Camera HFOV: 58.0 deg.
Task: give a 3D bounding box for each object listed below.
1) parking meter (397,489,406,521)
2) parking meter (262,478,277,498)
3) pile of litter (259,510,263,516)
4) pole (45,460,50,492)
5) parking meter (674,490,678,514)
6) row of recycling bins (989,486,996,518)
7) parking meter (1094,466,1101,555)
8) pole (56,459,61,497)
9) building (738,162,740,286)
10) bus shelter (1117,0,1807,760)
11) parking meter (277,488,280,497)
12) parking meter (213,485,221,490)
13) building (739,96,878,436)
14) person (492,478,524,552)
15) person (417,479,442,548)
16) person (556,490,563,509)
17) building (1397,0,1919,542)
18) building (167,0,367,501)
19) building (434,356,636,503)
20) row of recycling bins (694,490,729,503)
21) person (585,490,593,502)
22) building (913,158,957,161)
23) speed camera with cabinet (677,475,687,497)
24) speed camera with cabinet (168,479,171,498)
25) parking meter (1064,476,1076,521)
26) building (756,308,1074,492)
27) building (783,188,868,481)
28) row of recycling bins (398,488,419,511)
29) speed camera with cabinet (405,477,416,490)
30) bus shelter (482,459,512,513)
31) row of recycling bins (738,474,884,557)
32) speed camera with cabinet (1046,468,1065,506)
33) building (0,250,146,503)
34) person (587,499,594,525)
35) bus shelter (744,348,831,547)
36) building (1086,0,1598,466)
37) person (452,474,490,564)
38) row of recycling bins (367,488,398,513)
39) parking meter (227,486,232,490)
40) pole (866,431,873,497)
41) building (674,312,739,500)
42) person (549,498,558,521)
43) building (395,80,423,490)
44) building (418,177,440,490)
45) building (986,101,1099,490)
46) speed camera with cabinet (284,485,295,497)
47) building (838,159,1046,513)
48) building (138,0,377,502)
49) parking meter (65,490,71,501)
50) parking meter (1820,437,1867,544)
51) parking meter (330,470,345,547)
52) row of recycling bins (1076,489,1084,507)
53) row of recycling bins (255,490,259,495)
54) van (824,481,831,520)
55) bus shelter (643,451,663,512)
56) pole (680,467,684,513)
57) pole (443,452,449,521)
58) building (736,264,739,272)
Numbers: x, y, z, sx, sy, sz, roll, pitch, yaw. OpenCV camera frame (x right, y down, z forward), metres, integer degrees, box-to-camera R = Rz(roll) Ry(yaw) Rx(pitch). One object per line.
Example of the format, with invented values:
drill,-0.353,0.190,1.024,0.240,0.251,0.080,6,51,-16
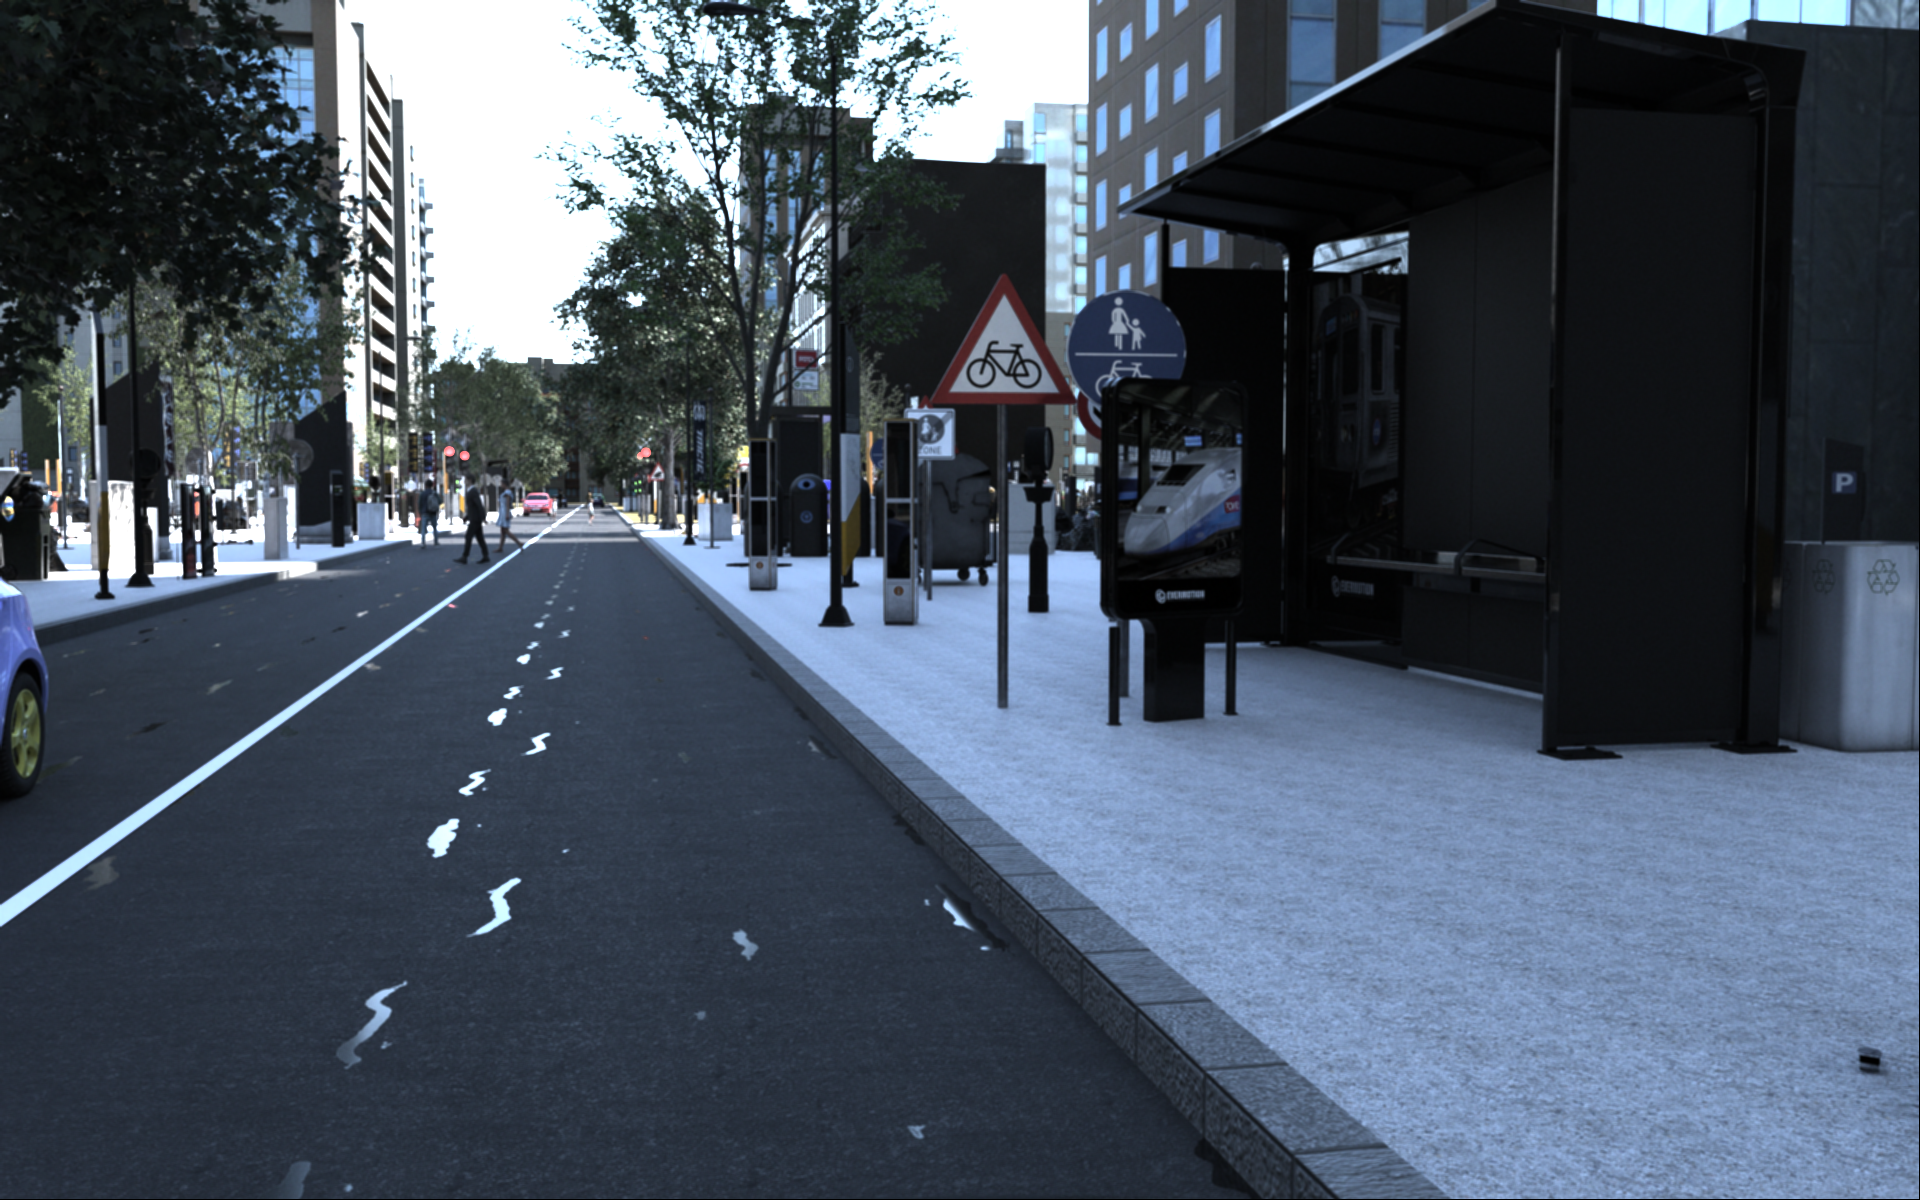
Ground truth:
parking meter,-26.315,-4.478,81.632,0.372,1.533,0.369,0,3,0
parking meter,-23.163,-3.206,58.128,0.255,1.863,0.399,3,5,42
pile of litter,-40.172,-5.338,101.240,1.719,0.858,1.176,-1,4,-12
pole,-54.141,-6.665,102.819,0.158,3.312,0.155,0,3,0
parking meter,-18.532,-6.385,112.803,0.372,1.533,0.369,0,3,0
row of recycling bins,2.775,-5.004,88.928,3.534,1.692,1.069,0,4,3
parking meter,3.024,-1.867,36.236,0.399,1.863,0.255,3,5,42
pole,-53.100,-6.619,102.070,0.158,3.312,0.155,0,3,0
building,-19.825,-32.195,209.988,14.154,41.232,14.086,-1,4,-12
bus shelter,2.751,-1.232,11.434,1.731,3.624,6.357,-1,4,-12
parking meter,-29.688,-4.091,75.293,0.372,1.533,0.369,0,3,0
parking meter,-46.658,-6.305,108.802,0.255,1.863,0.399,3,4,36
building,-17.324,-33.380,195.876,14.600,45.320,14.200,-1,4,-12
person,-11.080,-2.070,42.437,0.778,1.811,0.616,0,4,-2
person,-14.006,-2.269,45.577,0.794,1.824,0.713,1,4,12
person,-38.110,-9.593,164.980,0.705,1.869,1.348,-3,5,-43
building,22.602,-43.180,18.663,22.319,86.520,31.000,-1,4,-12
building,-60.947,-30.766,153.129,14.600,45.320,14.200,-1,4,-12
building,-62.571,-25.355,259.590,28.899,21.520,27.650,-1,4,-12
row of recycling bins,-16.692,-6.750,117.477,3.534,1.692,1.069,-1,4,-14
person,-37.233,-10.113,173.947,0.705,1.812,1.348,1,4,22
building,-3.720,-32.419,213.647,14.086,41.232,14.154,-1,4,-12
speed camera with cabinet,-19.155,-7.912,123.691,2.038,3.252,0.660,-2,4,-33
speed camera with cabinet,-48.909,-6.773,105.079,2.038,3.252,0.660,1,4,19
parking meter,3.574,-3.082,56.109,0.255,1.863,0.399,-2,4,-26
building,-5.651,-20.265,176.365,27.650,21.520,28.899,-1,4,-12
building,-7.062,-21.151,143.075,12.463,27.353,25.104,-1,4,-12
row of recycling bins,-38.850,-6.934,120.481,3.534,1.692,1.069,1,4,14
speed camera with cabinet,-39.934,-8.177,128.022,2.038,3.252,0.660,-2,4,-32
bus shelter,-31.786,-7.817,119.091,1.731,3.624,6.357,-1,4,-12
row of recycling bins,-2.702,-1.740,35.564,3.534,1.692,1.069,0,4,3
speed camera with cabinet,6.251,-7.264,113.108,2.038,3.252,0.660,-1,4,-18
building,-98.070,-39.641,190.136,28.212,58.520,21.231,-1,4,-12
person,-17.240,-4.100,80.547,0.382,1.210,0.505,-2,4,-35
bus shelter,-4.444,-4.144,45.391,2.179,5.291,8.768,-1,4,-12
building,12.589,-24.679,53.611,14.600,45.320,14.200,-1,4,-12
person,-10.074,-1.675,35.671,0.755,1.850,0.659,-1,4,-12
row of recycling bins,-37.783,-6.293,109.996,3.534,1.692,1.069,0,4,3
parking meter,-49.808,-6.884,118.269,0.399,1.863,0.255,0,4,7
pole,-2.958,-3.833,56.515,0.158,3.312,0.155,0,3,0
building,-40.071,-29.666,256.745,14.107,30.474,14.160,-1,4,-12
person,-21.808,-4.860,92.975,0.382,1.210,0.505,1,4,17
building,-72.924,-34.972,195.488,21.600,48.544,21.300,-1,4,-12
building,-91.125,-38.575,250.310,30.456,49.044,23.786,-1,4,-12
building,19.100,-36.297,213.063,30.456,49.044,23.786,-1,4,-12
speed camera with cabinet,-24.904,-4.413,66.493,2.038,3.252,0.660,-2,4,-33
building,-1.864,-17.965,123.407,12.332,23.373,15.834,-1,4,-12
building,-67.938,-33.428,170.257,21.300,48.544,21.600,-1,4,-12
parking meter,-53.975,-5.897,104.834,0.372,1.533,0.369,0,3,0
parking meter,9.121,-0.746,17.901,0.399,1.863,0.255,1,4,20
parking meter,-15.069,-2.214,41.912,0.255,1.863,0.399,-2,4,-28
row of recycling bins,9.854,-8.221,141.520,1.069,1.692,3.534,3,4,37
row of recycling bins,-54.312,-7.938,136.894,3.534,1.692,1.069,-3,4,-36
van,-6.277,-4.426,76.753,5.245,2.365,2.240,-1,4,-13
bus shelter,-21.199,-8.760,120.853,2.179,5.291,8.768,-1,4,-12
pole,-19.137,-7.674,119.312,0.158,3.312,0.155,0,3,0
pole,-24.766,-5.479,83.424,0.158,3.312,0.155,0,3,0
building,-23.316,-35.323,269.411,23.993,40.220,32.217,-1,4,-12
